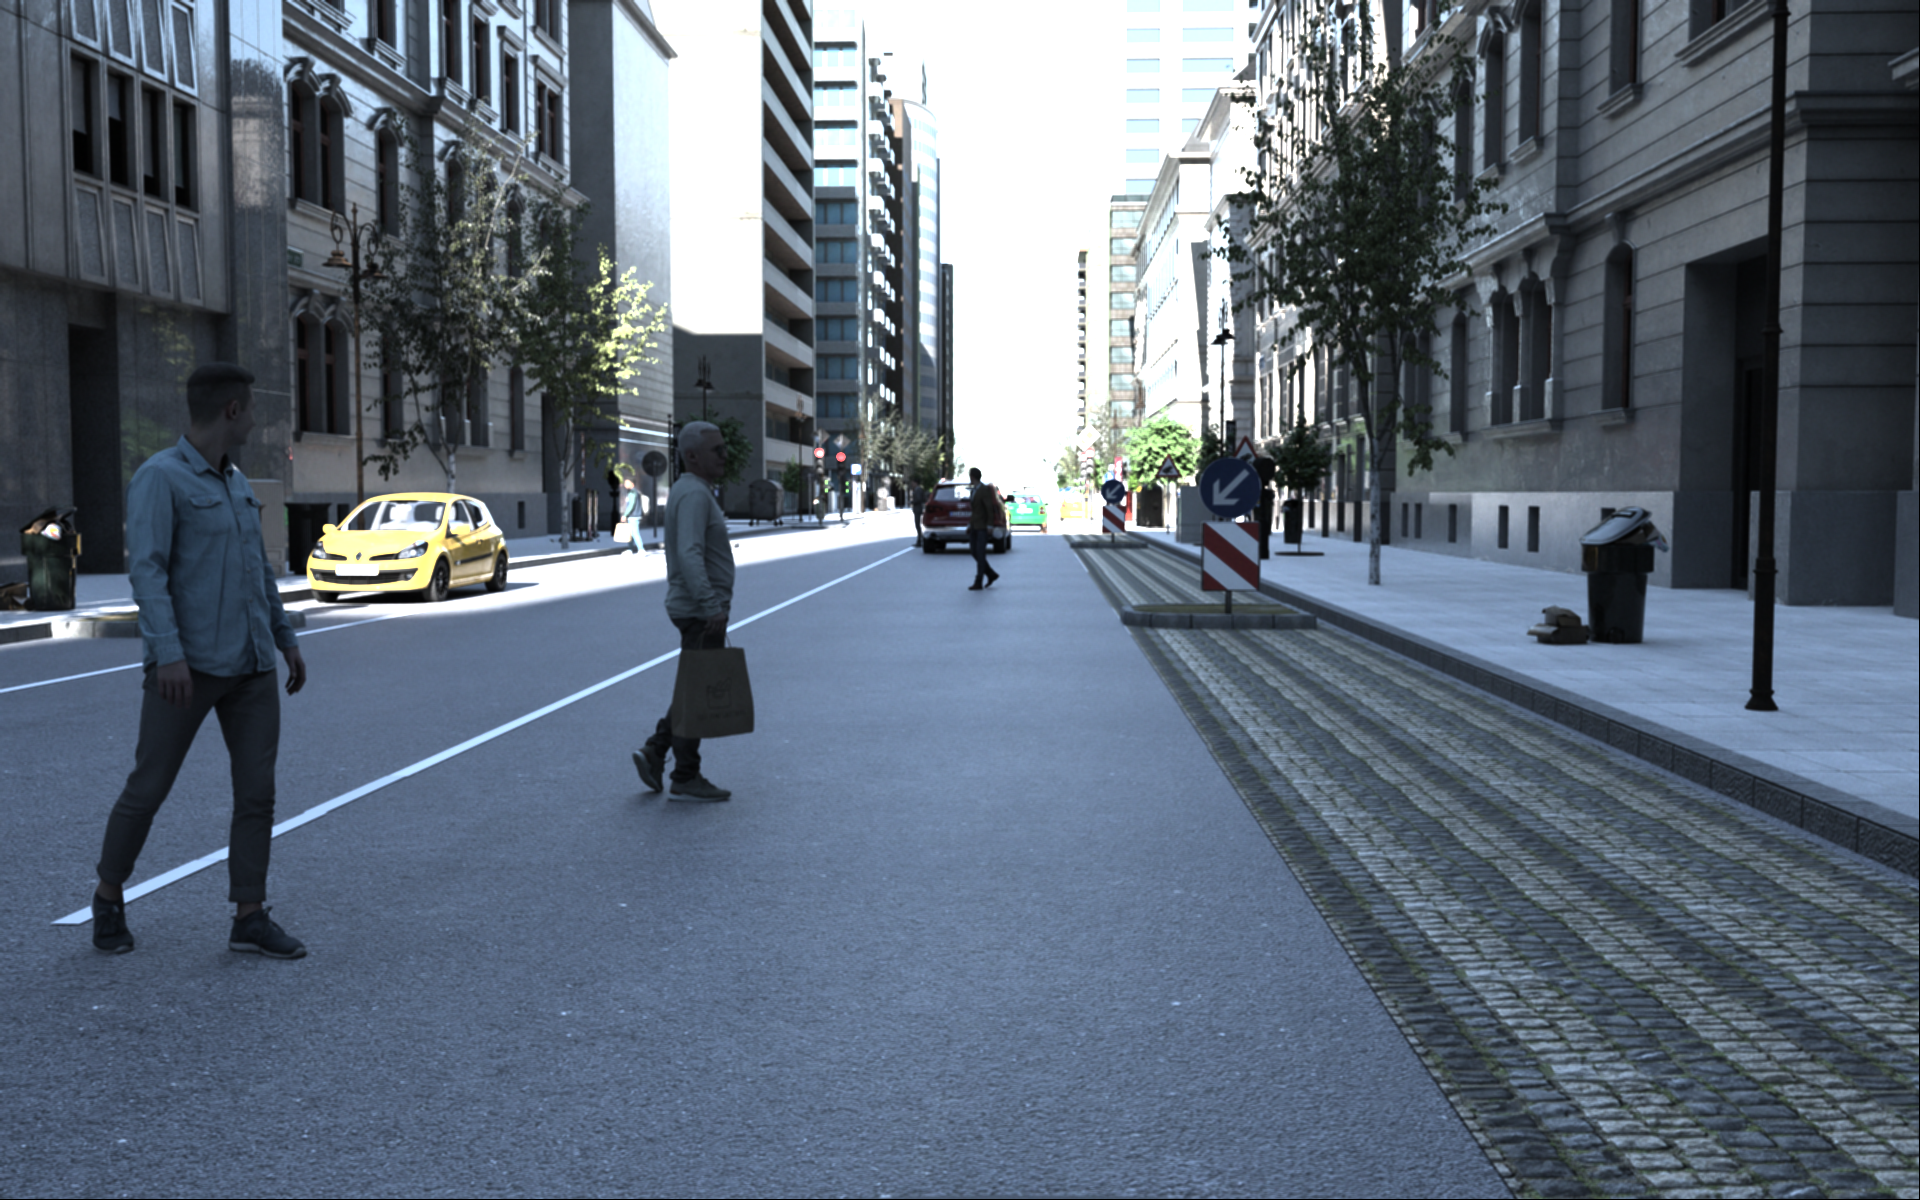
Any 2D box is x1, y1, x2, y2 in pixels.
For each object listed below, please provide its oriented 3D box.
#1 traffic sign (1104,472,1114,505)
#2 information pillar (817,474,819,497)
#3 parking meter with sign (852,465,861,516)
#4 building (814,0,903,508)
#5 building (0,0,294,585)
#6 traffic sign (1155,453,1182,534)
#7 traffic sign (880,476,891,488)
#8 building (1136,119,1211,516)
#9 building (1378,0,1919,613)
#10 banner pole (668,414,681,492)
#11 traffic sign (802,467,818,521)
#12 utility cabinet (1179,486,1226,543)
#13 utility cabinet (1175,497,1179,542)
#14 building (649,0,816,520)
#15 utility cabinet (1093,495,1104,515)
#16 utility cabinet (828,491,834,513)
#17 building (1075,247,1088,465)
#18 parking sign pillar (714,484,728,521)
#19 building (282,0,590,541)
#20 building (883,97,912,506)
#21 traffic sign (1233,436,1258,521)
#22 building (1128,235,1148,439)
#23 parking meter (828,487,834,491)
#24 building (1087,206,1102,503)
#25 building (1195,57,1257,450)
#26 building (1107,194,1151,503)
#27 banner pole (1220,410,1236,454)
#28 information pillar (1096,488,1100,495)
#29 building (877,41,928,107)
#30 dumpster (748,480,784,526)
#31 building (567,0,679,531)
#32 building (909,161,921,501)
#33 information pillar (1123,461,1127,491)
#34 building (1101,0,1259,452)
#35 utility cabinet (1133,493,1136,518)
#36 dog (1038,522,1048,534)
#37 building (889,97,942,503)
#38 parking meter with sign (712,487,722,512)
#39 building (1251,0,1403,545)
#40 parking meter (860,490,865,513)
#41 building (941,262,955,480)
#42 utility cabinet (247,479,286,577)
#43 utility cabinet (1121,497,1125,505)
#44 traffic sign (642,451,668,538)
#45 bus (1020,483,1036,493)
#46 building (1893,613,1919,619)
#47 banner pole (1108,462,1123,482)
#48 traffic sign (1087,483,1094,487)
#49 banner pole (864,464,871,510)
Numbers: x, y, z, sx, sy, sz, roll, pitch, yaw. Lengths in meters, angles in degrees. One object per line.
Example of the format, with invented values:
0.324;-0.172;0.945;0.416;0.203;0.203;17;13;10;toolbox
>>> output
8.809;-6.205;101.554;0.768;2.556;0.104;1;4;10;traffic sign
-12.502;-9.821;151.925;0.183;3.616;0.504;2;4;34;information pillar
-6.182;-6.592;104.047;0.543;3.016;1.738;0;3;0;parking meter with sign
-18.193;-33.692;170.468;23.786;49.044;30.456;0;4;2;building
-19.196;-12.528;22.858;12.078;24.808;19.932;0;4;2;building
6.655;-3.385;55.346;0.884;2.594;0.081;1;4;12;traffic sign
-5.282;-7.514;122.953;0.768;2.556;0.104;0;4;7;traffic sign
20.465;-17.143;113.571;16.112;22.955;30.059;0;4;2;building
16.158;-14.826;29.791;14.401;28.519;23.554;0;4;2;building
-8.918;-3.917;54.054;0.401;3.779;0.863;-3;5;-42;banner pole
-7.080;-4.987;81.643;0.768;2.556;0.104;1;4;10;traffic sign
6.318;-2.230;45.146;1.173;1.500;0.318;0;4;1;utility cabinet
5.946;-2.170;46.637;0.306;1.237;1.020;0;4;4;utility cabinet
-20.025;-28.895;96.134;21.300;48.544;21.600;0;4;2;building
8.629;-5.841;106.663;0.306;1.237;1.020;0;4;-7;utility cabinet
-8.662;-6.568;116.070;0.318;1.500;1.173;0;4;2;utility cabinet
31.017;-39.359;298.147;22.147;44.769;28.867;0;4;2;building
-11.909;-5.808;83.436;1.447;3.967;1.447;2;4;26;parking sign pillar
-19.065;-15.729;44.561;14.401;28.519;23.554;0;4;2;building
-12.709;-33.183;192.656;14.600;45.320;14.200;0;4;2;building
6.345;-2.359;38.567;0.884;2.594;0.081;0;4;6;traffic sign
20.595;-21.033;141.154;12.463;27.353;25.104;0;4;2;building
-9.684;-7.617;130.252;0.255;1.863;0.399;2;4;34;parking meter
25.106;-34.460;247.011;14.154;41.232;14.086;0;4;2;building
22.098;-15.706;85.675;19.941;23.489;11.050;0;4;2;building
21.381;-24.293;168.893;14.160;30.474;14.107;0;4;2;building
7.943;-3.766;51.590;0.863;3.779;0.401;-3;5;-40;banner pole
11.630;-8.642;145.795;0.304;2.012;0.304;1;4;13;information pillar
-13.462;-51.438;279.258;20.563;71.187;20.611;0;4;2;building
-7.801;-3.903;69.565;1.264;1.857;1.865;0;4;2;dumpster
-20.413;-13.153;64.204;18.267;20.994;9.793;0;4;2;building
-12.182;-32.012;206.983;14.154;41.232;14.086;0;4;2;building
11.606;-8.023;122.526;0.504;3.616;0.183;-3;4;-38;information pillar
26.099;-39.618;189.746;21.231;58.520;28.212;0;4;2;building
9.207;-5.059;91.400;0.318;1.500;1.173;-1;4;-15;utility cabinet
2.967;-2.596;62.643;0.550;0.427;0.748;3;4;39;dog
-13.964;-43.626;255.279;21.231;58.520;28.212;0;4;2;building
-10.235;-4.466;69.281;0.543;3.016;1.738;3;5;44;parking meter with sign
16.543;-15.746;54.709;12.463;27.353;25.104;0;4;2;building
-6.578;-6.609;116.467;0.372;1.533;0.369;0;3;0;parking meter
-8.266;-37.557;297.643;14.154;41.232;14.086;0;4;2;building
-10.720;-1.054;25.919;0.318;1.500;1.173;3;4;38;utility cabinet
9.007;-5.110;94.714;0.306;1.237;1.020;0;4;-1;utility cabinet
-8.988;-3.113;51.006;0.768;2.556;0.104;0;4;3;traffic sign
11.848;-18.885;303.621;2.948;3.499;13.247;0;4;0;bus
15.576;-13.372;6.030;14.401;28.519;23.554;0;4;2;building
11.009;-8.203;124.136;0.863;3.779;0.401;1;4;12;banner pole
10.095;-8.164;133.582;0.768;2.556;0.104;0;4;6;traffic sign
-7.693;-9.362;143.085;0.863;3.779;0.401;2;4;29;banner pole
